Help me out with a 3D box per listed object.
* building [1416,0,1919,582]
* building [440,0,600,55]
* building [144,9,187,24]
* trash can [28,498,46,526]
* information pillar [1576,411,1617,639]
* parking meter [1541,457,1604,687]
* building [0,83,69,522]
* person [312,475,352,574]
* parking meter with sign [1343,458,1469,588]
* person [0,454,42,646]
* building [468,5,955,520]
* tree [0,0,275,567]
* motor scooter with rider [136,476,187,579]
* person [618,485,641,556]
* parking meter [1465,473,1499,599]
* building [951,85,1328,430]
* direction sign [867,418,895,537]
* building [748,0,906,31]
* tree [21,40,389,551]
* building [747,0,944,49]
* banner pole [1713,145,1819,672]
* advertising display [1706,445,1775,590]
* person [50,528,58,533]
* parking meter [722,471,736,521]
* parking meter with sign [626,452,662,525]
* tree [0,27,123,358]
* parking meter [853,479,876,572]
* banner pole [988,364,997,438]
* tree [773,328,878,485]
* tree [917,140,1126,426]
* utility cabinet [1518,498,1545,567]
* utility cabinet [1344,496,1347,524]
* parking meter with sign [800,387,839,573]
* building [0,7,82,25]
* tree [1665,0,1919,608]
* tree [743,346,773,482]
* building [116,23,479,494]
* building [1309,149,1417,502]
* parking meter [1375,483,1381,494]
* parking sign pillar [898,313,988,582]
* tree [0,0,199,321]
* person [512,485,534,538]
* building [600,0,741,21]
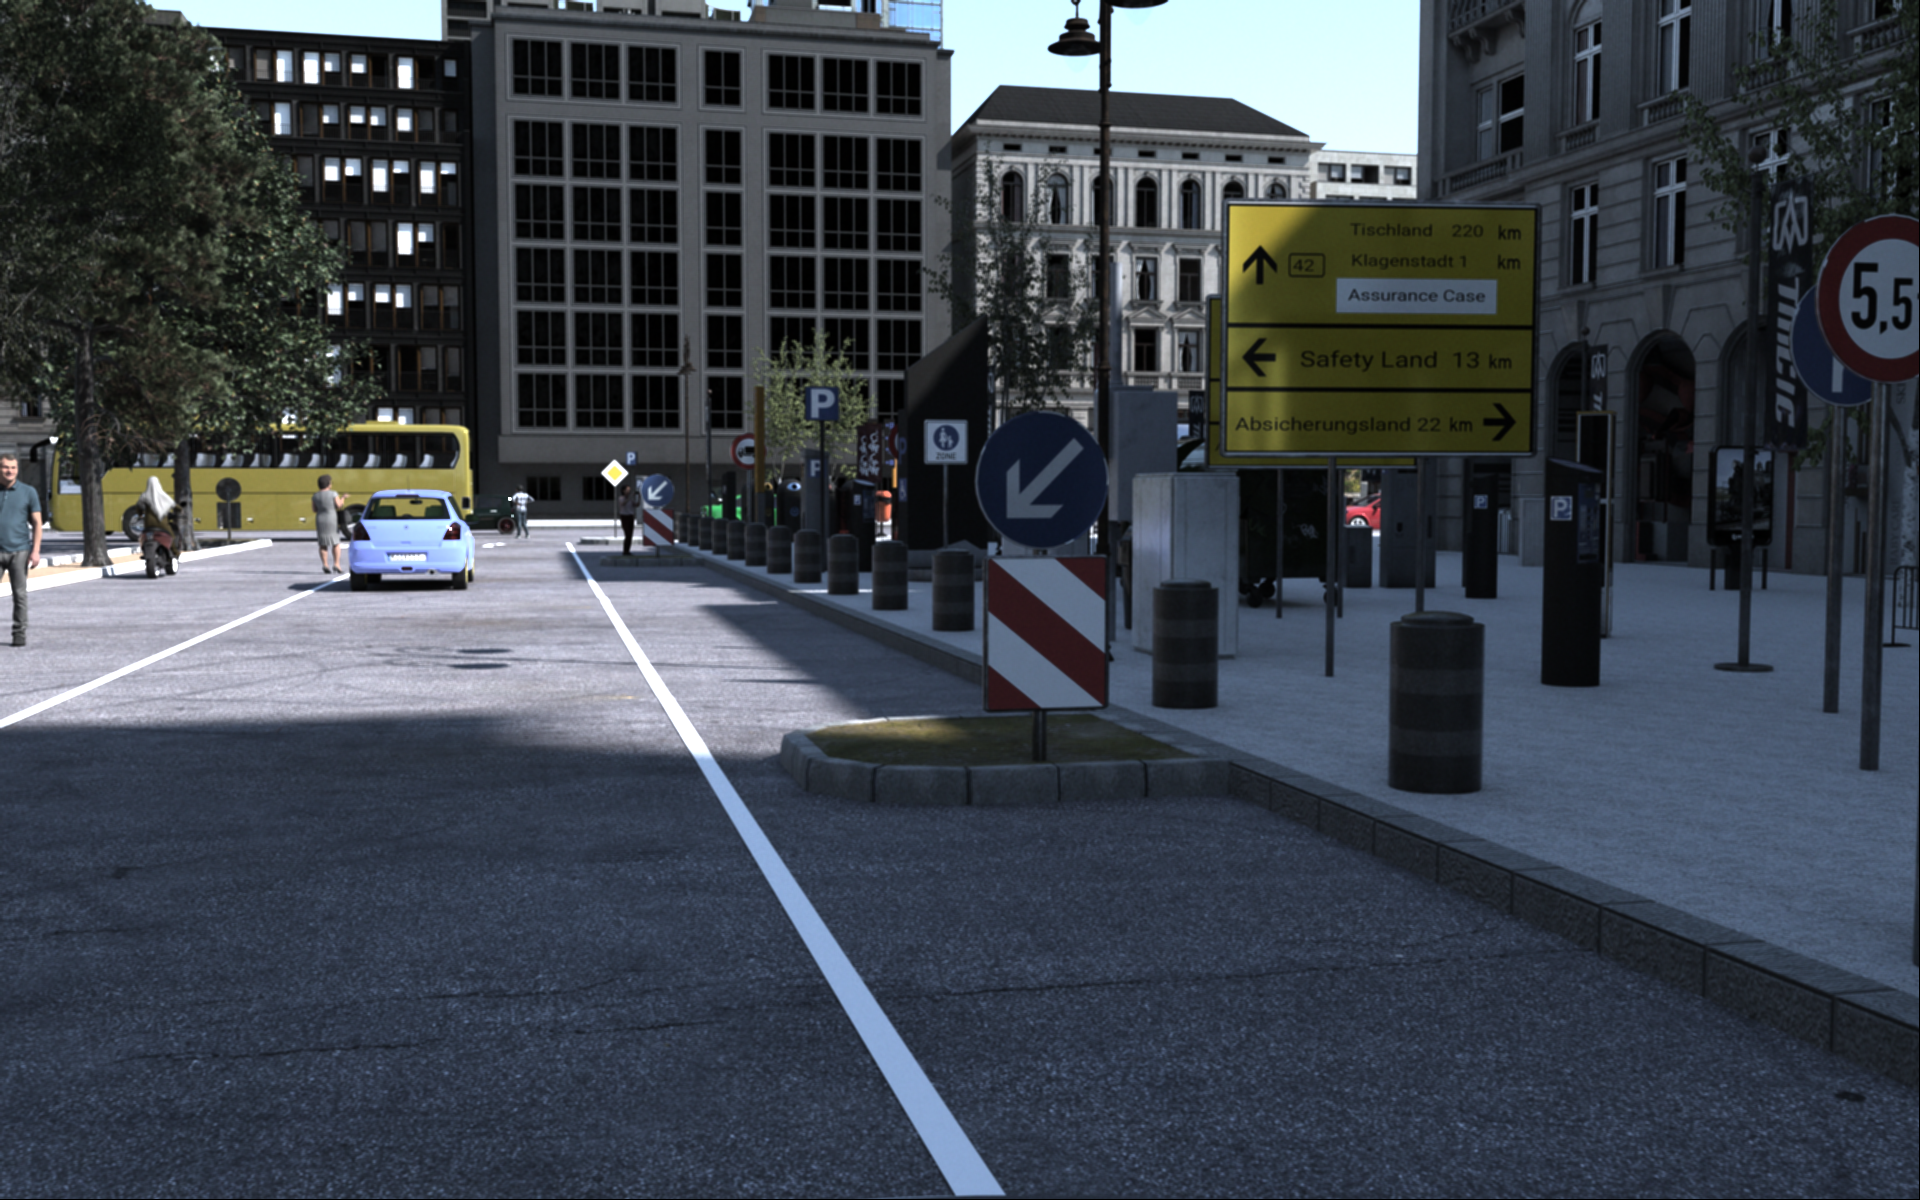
[{"bbox_3d":[18.810,-11.474,29.394,13.314,21.916,24.055,-1,4,-14],"label":"building"},{"bbox_3d":[-62.346,-49.469,247.076,20.611,71.187,20.563,-1,4,-14],"label":"building"},{"bbox_3d":[-85.183,-33.410,169.954,21.600,48.544,21.300,-1,4,-14],"label":"building"},{"bbox_3d":[-37.110,-3.545,69.619,0.748,1.137,0.748,0,3,0],"label":"trash can"},{"bbox_3d":[5.671,-0.672,15.481,0.304,2.012,0.304,2,4,28],"label":"information pillar"},{"bbox_3d":[4.118,-0.198,11.643,0.372,1.533,0.369,0,3,0],"label":"parking meter"},{"bbox_3d":[-49.008,-14.263,82.349,18.267,20.994,9.793,-1,4,-14],"label":"building"},{"bbox_3d":[-11.282,-1.369,31.234,0.716,1.782,0.532,0,4,5],"label":"person"},{"bbox_3d":[6.136,-1.682,23.755,1.738,3.016,0.543,0,4,-4],"label":"parking meter with sign"},{"bbox_3d":[-8.988,-0.469,16.296,0.598,1.807,0.434,0,4,-7],"label":"person"},{"bbox_3d":[-13.285,-18.261,92.071,24.014,27.812,14.314,-1,4,-14],"label":"building"},{"bbox_3d":[-17.055,-6.674,33.633,6.751,12.117,7.091,0,3,0],"label":"tree"},{"bbox_3d":[-13.773,-1.281,29.902,0.876,1.779,1.986,-1,4,-13],"label":"motor scooter with rider"},{"bbox_3d":[-7.584,-1.826,39.816,0.517,1.644,0.566,-1,4,-12],"label":"person"},{"bbox_3d":[6.437,-0.791,21.351,0.372,1.533,0.369,0,3,0],"label":"parking meter"},{"bbox_3d":[8.721,-16.358,96.324,19.941,23.489,11.050,-1,4,-14],"label":"building"},{"bbox_3d":[-2.372,-3.676,52.094,0.876,3.537,0.379,-1,4,-22],"label":"direction sign"},{"bbox_3d":[-12.615,-31.116,158.850,14.600,45.320,14.200,-1,4,-14],"label":"building"},{"bbox_3d":[-19.481,-7.563,43.115,9.611,12.733,9.660,0,3,0],"label":"tree"},{"bbox_3d":[-13.656,-53.113,181.071,22.319,86.520,31.000,-1,4,-14],"label":"building"},{"bbox_3d":[5.771,-1.364,12.324,0.401,3.779,0.863,-1,4,-11],"label":"banner pole"},{"bbox_3d":[10.441,-1.099,23.182,0.974,1.923,0.123,-1,4,-17],"label":"advertising display"},{"bbox_3d":[-33.359,-3.087,63.993,0.505,1.210,0.382,-1,4,-22],"label":"person"},{"bbox_3d":[-5.976,-2.392,44.821,0.255,1.863,0.399,-2,4,-31],"label":"parking meter"},{"bbox_3d":[-13.097,-4.637,72.072,0.543,3.016,1.738,2,4,30],"label":"parking meter with sign"},{"bbox_3d":[-15.477,-4.554,27.271,4.360,8.622,3.978,0,3,0],"label":"tree"},{"bbox_3d":[-1.575,-1.232,28.558,0.372,1.533,0.369,0,3,0],"label":"parking meter"},{"bbox_3d":[0.381,-2.432,29.773,0.401,3.779,0.863,-2,4,-34],"label":"banner pole"},{"bbox_3d":[-5.661,-7.702,76.291,4.737,8.622,4.395,0,3,0],"label":"tree"},{"bbox_3d":[1.284,-5.292,36.891,4.360,8.622,3.978,0,3,0],"label":"tree"},{"bbox_3d":[10.464,-1.195,30.706,1.020,1.237,0.306,0,4,2],"label":"utility cabinet"},{"bbox_3d":[11.231,-2.503,52.088,0.306,1.237,1.020,-1,4,-18],"label":"utility cabinet"},{"bbox_3d":[-2.410,-2.003,29.003,0.543,3.016,1.738,-1,4,-12],"label":"parking meter with sign"},{"bbox_3d":[-76.358,-42.702,136.432,20.563,71.187,20.611,-1,4,-14],"label":"building"},{"bbox_3d":[10.582,-4.233,19.567,4.737,8.622,4.395,0,3,0],"label":"tree"},{"bbox_3d":[-8.407,-8.042,81.857,4.737,8.622,4.395,0,3,0],"label":"tree"},{"bbox_3d":[-32.509,-15.735,86.953,15.834,23.373,12.332,-1,4,-14],"label":"building"},{"bbox_3d":[26.677,-15.078,101.282,16.860,20.320,10.420,-1,4,-14],"label":"building"},{"bbox_3d":[21.170,-4.994,87.365,0.399,1.863,0.255,0,4,-1],"label":"parking meter"},{"bbox_3d":[-0.255,-2.286,25.847,1.447,3.967,1.447,-1,4,-23],"label":"parking sign pillar"},{"bbox_3d":[-13.759,-5.169,21.383,8.767,10.594,7.601,-1,4,-14],"label":"tree"},{"bbox_3d":[-14.290,-2.884,56.371,0.376,1.734,0.841,3,5,42],"label":"person"},{"bbox_3d":[-41.958,-49.725,251.259,20.611,71.187,20.563,-1,4,-14],"label":"building"}]
